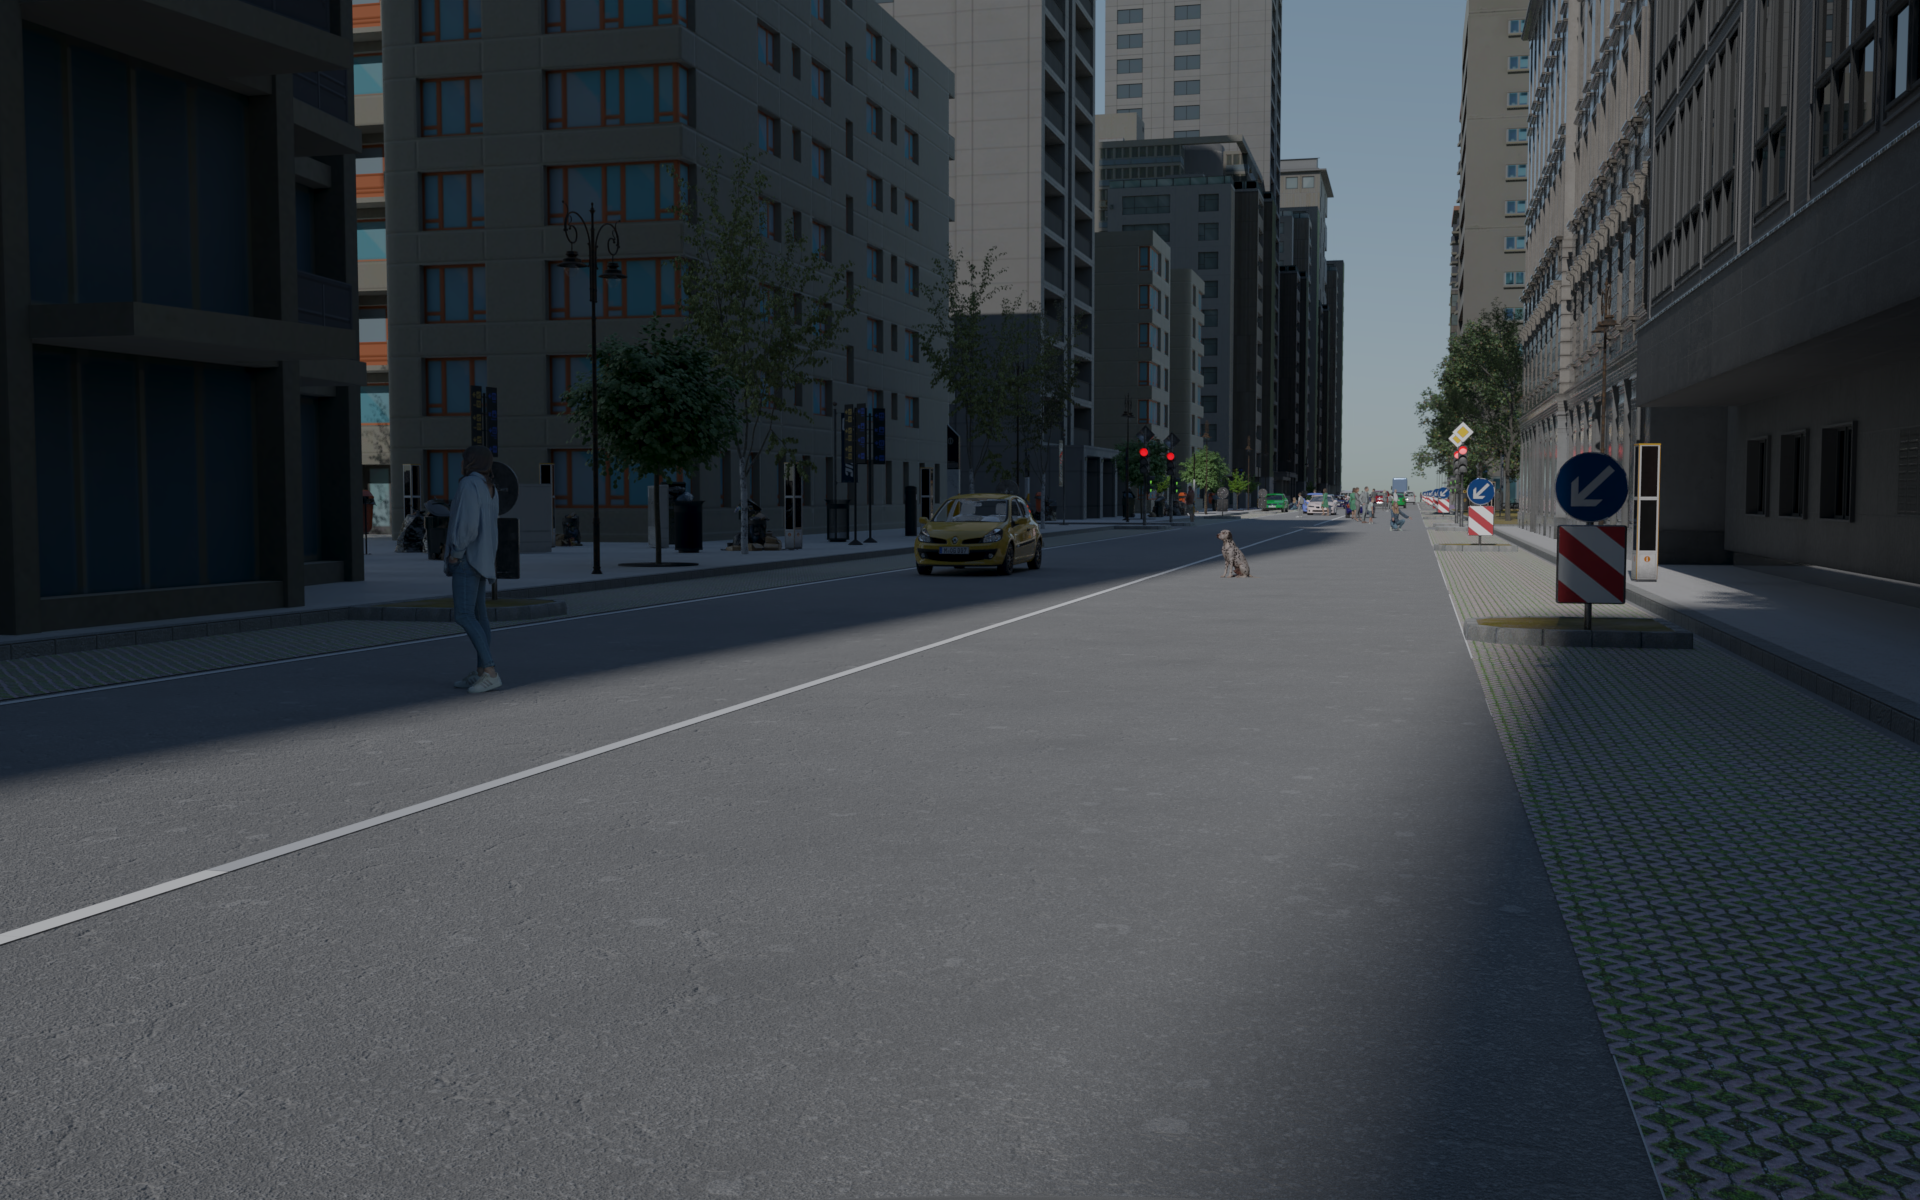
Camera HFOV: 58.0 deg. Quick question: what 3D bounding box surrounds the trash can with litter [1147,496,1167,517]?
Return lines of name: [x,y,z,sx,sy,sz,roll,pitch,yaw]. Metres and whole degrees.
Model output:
trash can with litter: [10.825,-5.122,95.131,1.055,1.170,0.624,-3,4,-36]

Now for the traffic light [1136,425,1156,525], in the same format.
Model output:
traffic light: [7.560,-5.001,70.682,0.839,4.253,0.868,1,4,15]

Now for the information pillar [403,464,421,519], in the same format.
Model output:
information pillar: [-13.440,-2.326,42.515,0.304,2.012,0.304,2,4,33]

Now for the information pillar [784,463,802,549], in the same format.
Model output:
information pillar: [-3.888,-2.197,40.420,0.304,2.012,0.304,2,4,35]

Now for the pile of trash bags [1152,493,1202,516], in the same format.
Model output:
pile of trash bags: [12.700,-5.696,102.886,1.912,1.369,3.447,2,4,28]

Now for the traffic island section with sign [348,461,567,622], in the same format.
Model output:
traffic island section with sign: [-5.728,-0.711,20.253,1.989,1.847,2.006,1,4,15]

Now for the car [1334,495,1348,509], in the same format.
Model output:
car: [36.660,-9.505,167.980,1.945,1.354,3.894,1,4,16]

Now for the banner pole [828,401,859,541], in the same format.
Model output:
banner pole: [-3.148,-3.476,46.853,0.863,3.779,0.401,1,4,10]

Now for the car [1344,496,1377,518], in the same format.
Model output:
car: [24.149,-5.623,104.521,1.945,1.354,3.894,1,4,13]

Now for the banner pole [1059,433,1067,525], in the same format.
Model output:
banner pole: [4.186,-4.949,70.925,0.401,3.779,0.863,1,4,23]

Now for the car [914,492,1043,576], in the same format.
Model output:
car: [0.369,-1.321,31.824,2.015,1.641,3.980,1,4,14]

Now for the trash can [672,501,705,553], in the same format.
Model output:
trash can: [-5.931,-1.602,37.849,0.748,1.137,0.748,0,3,0]

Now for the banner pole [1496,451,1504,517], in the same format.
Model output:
banner pole: [30.527,-6.581,97.613,0.401,3.779,0.863,0,4,4]

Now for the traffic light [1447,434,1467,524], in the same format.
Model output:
traffic light: [21.596,-5.282,75.287,0.839,4.253,0.868,1,4,15]

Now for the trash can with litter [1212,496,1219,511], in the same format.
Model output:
trash can with litter: [19.030,-7.137,128.076,0.624,1.170,1.055,-1,4,-18]

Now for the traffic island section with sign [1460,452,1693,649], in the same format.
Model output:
traffic island section with sign: [6.013,-0.514,17.037,1.989,1.847,2.006,1,4,15]

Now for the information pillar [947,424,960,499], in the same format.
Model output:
information pillar: [-0.228,-4.086,58.158,0.504,3.616,0.183,2,4,32]

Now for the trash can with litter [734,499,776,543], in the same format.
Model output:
trash can with litter: [-5.377,-2.098,45.686,1.055,1.170,0.624,-3,5,-44]

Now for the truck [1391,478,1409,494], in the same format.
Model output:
truck: [70.695,-17.688,278.956,2.967,4.110,18.799,1,4,16]

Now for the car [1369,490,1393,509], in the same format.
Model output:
car: [40.734,-9.720,167.599,2.281,1.827,5.304,1,4,15]

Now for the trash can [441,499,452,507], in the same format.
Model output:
trash can: [-13.406,-2.071,45.520,0.748,1.137,0.748,0,3,0]

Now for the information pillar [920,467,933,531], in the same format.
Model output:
information pillar: [-0.918,-2.660,47.989,0.304,2.012,0.304,1,4,13]

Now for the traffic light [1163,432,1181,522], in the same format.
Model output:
traffic light: [9.585,-5.473,78.408,0.839,4.253,0.868,1,4,15]

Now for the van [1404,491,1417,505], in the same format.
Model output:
van: [60.851,-13.927,234.713,2.013,2.044,4.112,1,4,13]

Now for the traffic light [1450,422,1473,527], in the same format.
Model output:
traffic light: [19.571,-4.810,67.562,0.839,4.253,0.868,1,4,15]

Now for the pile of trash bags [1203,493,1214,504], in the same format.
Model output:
pile of trash bags: [19.943,-8.300,145.453,3.447,1.369,1.912,3,5,40]

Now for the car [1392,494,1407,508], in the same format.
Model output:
car: [44.033,-10.132,174.452,1.959,1.807,4.718,1,4,15]

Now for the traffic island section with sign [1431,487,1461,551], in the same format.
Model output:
traffic island section with sign: [13.015,-2.149,43.761,1.989,1.847,2.006,1,4,15]

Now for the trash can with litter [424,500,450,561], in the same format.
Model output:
trash can with litter: [-9.961,-1.361,33.643,0.624,1.170,1.055,-3,5,-43]

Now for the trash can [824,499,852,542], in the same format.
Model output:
trash can: [-3.260,-2.119,46.297,0.748,1.137,0.748,0,3,0]

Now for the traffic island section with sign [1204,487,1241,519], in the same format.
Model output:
traffic island section with sign: [15.203,-5.594,100.084,1.989,1.847,2.006,1,4,15]

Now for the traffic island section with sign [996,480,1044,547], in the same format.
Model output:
traffic island section with sign: [1.206,-2.330,46.716,1.989,1.847,2.006,1,4,15]

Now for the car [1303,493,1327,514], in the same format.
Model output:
car: [25.945,-7.152,126.529,1.945,1.707,3.694,1,4,13]

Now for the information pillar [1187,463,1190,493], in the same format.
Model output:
information pillar: [16.400,-8.086,123.568,0.504,3.616,0.183,-1,4,-21]

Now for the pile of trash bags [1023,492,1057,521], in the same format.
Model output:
pile of trash bags: [3.688,-4.447,82.463,1.912,1.369,3.447,0,4,-3]

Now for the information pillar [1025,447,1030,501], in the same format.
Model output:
information pillar: [3.299,-5.737,85.150,0.183,3.616,0.504,-1,4,-15]

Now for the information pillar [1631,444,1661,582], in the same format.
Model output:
information pillar: [10.028,-1.274,25.324,0.304,2.012,0.304,0,4,8]

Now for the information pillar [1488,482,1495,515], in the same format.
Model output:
information pillar: [32.147,-6.134,104.776,0.304,2.012,0.304,-2,4,-33]

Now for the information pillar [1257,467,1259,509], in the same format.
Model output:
information pillar: [25.413,-9.554,147.567,0.183,3.616,0.504,1,4,9]

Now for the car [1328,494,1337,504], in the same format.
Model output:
car: [33.128,-8.840,156.534,2.014,1.417,4.499,1,4,16]

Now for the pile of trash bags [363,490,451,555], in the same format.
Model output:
pile of trash bags: [-11.713,-1.718,37.841,3.447,1.369,1.912,-3,5,-42]

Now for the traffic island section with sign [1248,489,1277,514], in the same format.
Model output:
traffic island section with sign: [22.195,-7.227,126.790,1.989,1.847,2.006,1,4,15]

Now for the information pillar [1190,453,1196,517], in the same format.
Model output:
information pillar: [13.392,-6.586,99.036,0.183,3.616,0.504,1,4,8]

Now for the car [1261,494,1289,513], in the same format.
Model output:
car: [24.502,-7.698,134.666,1.959,1.807,4.718,1,4,16]

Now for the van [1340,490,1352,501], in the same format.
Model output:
van: [41.700,-10.988,186.668,2.013,2.044,4.112,1,4,15]

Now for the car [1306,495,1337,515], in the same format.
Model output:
car: [24.799,-6.499,118.612,2.083,1.381,4.827,1,4,15]

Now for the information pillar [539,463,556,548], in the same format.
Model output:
information pillar: [-9.872,-2.260,41.448,0.304,2.012,0.304,0,4,-2]
